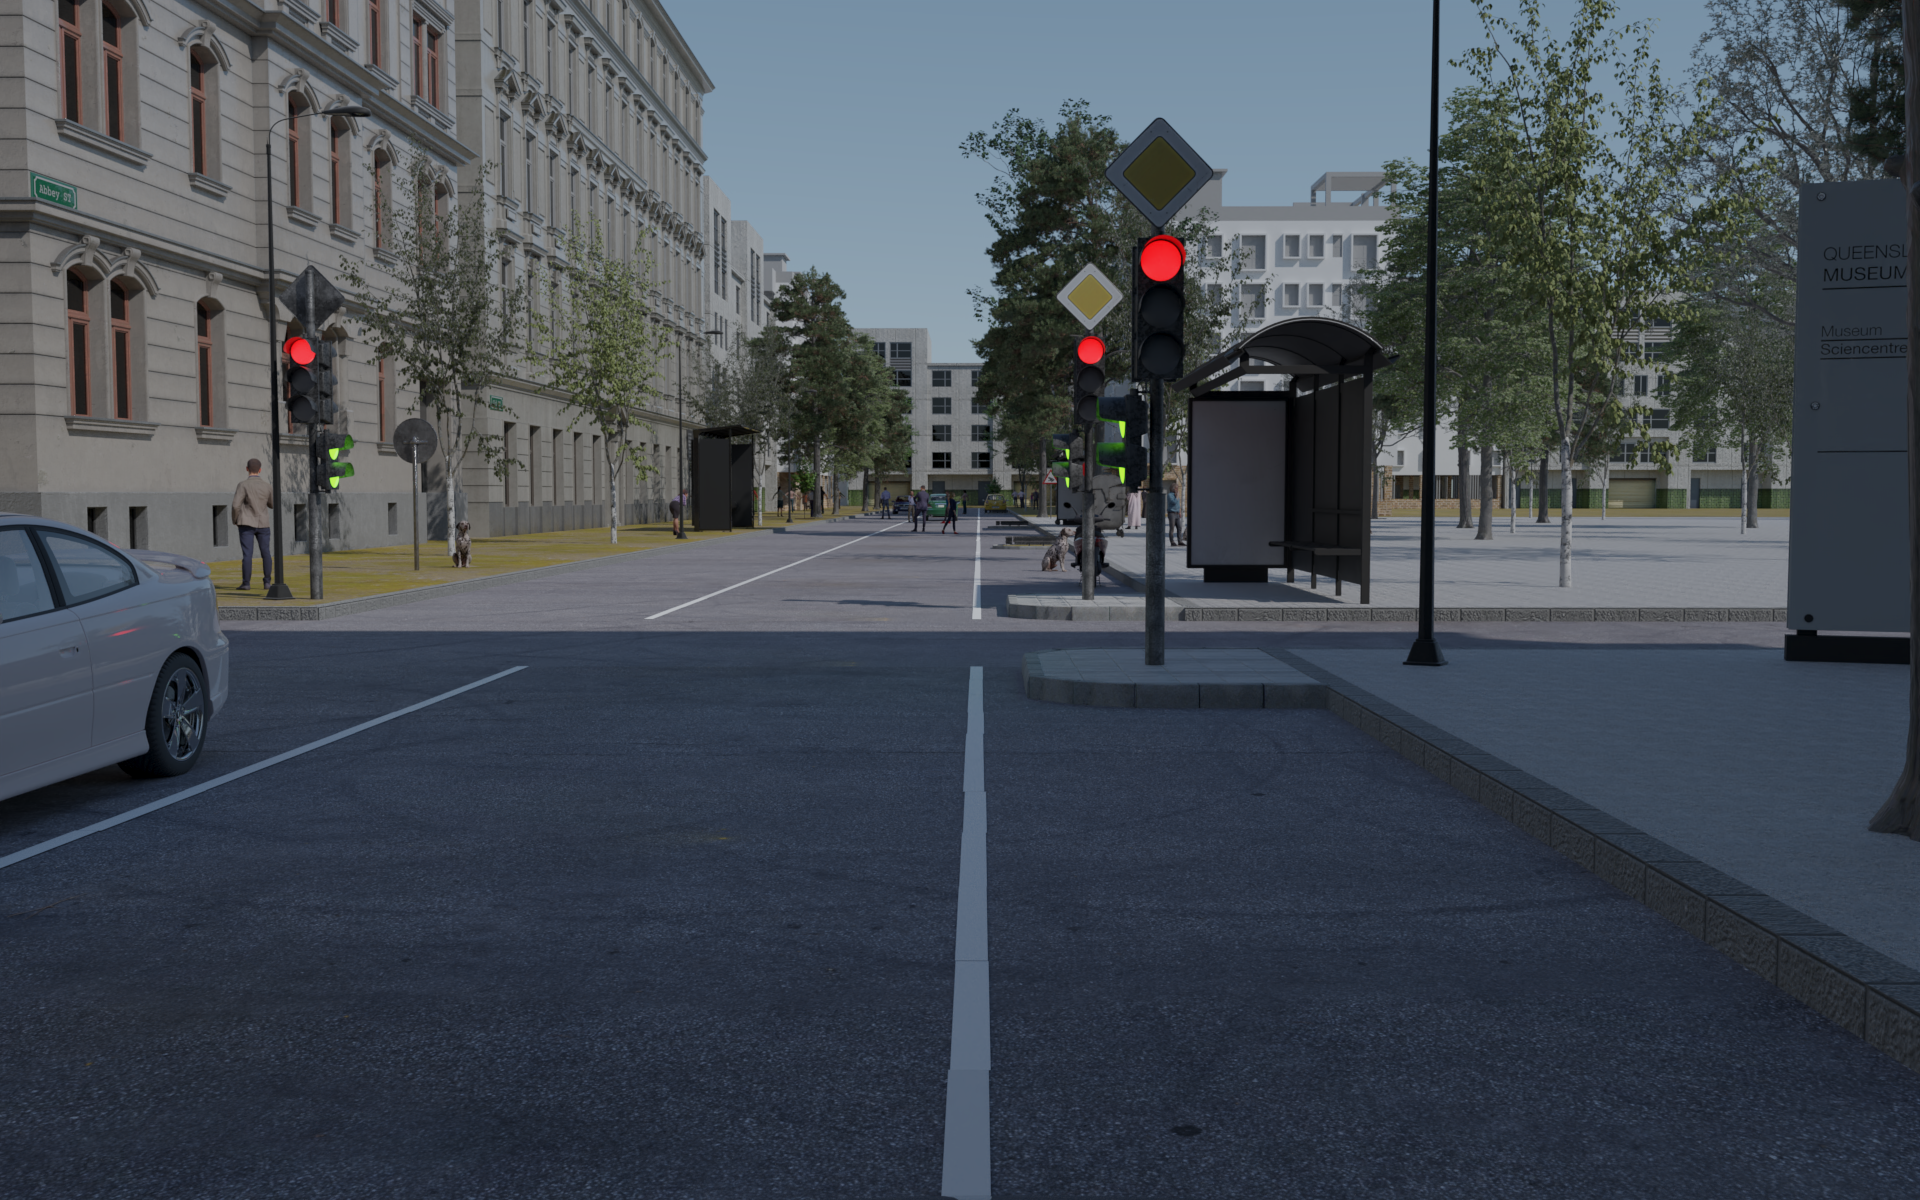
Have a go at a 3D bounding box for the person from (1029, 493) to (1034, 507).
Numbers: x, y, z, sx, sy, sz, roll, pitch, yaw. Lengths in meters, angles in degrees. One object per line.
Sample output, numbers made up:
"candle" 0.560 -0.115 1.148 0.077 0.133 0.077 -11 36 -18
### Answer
"person" 7.101 -9.957 172.064 0.991 1.433 0.599 -3 5 -39

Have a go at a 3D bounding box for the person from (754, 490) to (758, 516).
"person" -12.383 -5.922 102.803 1.348 1.831 0.705 3 5 42

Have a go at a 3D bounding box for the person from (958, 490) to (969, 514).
"person" 0.266 -6.989 123.483 0.721 1.736 1.217 2 4 34

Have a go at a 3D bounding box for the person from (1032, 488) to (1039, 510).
"person" 6.146 -8.200 140.638 0.617 1.759 0.750 1 4 9

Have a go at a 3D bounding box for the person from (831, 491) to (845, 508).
"person" -11.170 -9.349 158.990 1.348 1.812 0.705 1 4 10

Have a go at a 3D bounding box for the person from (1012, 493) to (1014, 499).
"person" 5.268 -9.716 165.833 0.756 1.711 0.436 -1 4 -9

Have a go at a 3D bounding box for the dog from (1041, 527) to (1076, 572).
"dog" 1.740 -0.941 32.220 0.513 0.831 0.800 -2 4 -28

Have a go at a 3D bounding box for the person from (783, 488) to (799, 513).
"person" -11.640 -6.874 119.147 1.217 1.736 0.721 0 4 -7

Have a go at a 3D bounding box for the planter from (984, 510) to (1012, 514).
"planter" 2.708 -6.220 122.828 1.991 0.319 1.994 0 4 1

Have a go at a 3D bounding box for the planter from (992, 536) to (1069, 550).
"planter" 1.849 -1.501 45.677 1.991 0.319 1.994 0 4 1

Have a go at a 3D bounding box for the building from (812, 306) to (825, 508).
"building" -20.140 -17.672 145.363 16.016 20.091 11.380 0 4 1

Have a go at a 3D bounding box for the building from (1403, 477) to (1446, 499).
"building" 36.464 -19.943 192.532 31.486 18.905 16.747 0 4 1

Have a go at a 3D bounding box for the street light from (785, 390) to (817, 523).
"street light" -7.080 -6.405 77.258 1.470 5.913 1.316 0 4 1

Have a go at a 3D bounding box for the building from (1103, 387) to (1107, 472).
"building" 17.625 -16.034 118.572 16.016 20.091 11.380 0 4 1

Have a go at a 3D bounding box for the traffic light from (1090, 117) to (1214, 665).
"traffic light" 1.447 -1.448 12.923 0.839 4.213 0.868 0 4 1

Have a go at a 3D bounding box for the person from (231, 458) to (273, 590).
"person" -9.548 -1.026 23.342 0.617 1.759 0.750 -2 4 -34

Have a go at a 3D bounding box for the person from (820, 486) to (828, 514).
"person" -9.064 -6.532 112.846 0.705 1.822 1.348 3 5 44

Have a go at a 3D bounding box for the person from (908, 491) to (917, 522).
"person" -2.424 -4.715 87.647 0.516 1.574 0.319 -3 4 -36

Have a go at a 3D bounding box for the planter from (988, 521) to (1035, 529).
"planter" 2.147 -3.153 72.685 1.991 0.319 1.994 0 4 1

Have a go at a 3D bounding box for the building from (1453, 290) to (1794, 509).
"building" 63.346 -17.866 158.570 31.486 18.905 16.747 0 4 1

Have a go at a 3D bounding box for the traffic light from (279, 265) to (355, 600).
"traffic light" -7.825 -1.942 20.996 0.839 4.213 0.868 0 4 1

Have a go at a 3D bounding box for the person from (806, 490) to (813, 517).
"person" -8.163 -5.325 95.325 0.614 1.554 0.590 2 4 23

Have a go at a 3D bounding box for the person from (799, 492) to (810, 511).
"person" -11.580 -7.365 129.716 1.065 1.426 0.557 1 4 10

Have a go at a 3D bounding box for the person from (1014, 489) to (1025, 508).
"person" 5.519 -9.069 155.263 0.756 1.711 0.436 1 4 11

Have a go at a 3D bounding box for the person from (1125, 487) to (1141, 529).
"person" 6.339 -3.444 63.015 0.551 1.740 0.621 -3 4 -38

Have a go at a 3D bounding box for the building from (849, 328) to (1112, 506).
"building" 3.921 -19.966 192.907 31.486 18.905 16.747 0 4 1

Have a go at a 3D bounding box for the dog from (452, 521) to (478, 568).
"dog" -8.622 -0.975 30.328 0.513 0.831 0.800 1 4 18

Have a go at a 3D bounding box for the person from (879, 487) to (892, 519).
"person" -4.261 -5.528 98.757 0.709 1.838 0.599 -1 4 -14

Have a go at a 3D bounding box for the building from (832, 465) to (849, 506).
"building" -26.275 -15.183 190.389 28.070 9.664 9.099 0 4 1

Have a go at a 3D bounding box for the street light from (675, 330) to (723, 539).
"street light" -7.404 -4.691 49.245 1.470 5.913 1.316 0 4 1

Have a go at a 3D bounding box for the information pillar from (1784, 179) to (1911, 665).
"information pillar" 7.149 -1.326 12.989 1.656 3.620 0.184 1 4 20

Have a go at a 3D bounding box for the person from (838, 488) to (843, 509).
"person" -10.423 -8.672 147.834 0.705 1.823 1.348 2 4 31

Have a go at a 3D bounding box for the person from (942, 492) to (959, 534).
"person" -0.350 -3.104 61.795 0.613 1.512 0.480 0 4 -3

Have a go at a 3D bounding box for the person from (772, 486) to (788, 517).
"person" -10.164 -5.590 98.227 1.217 1.735 0.721 2 4 31

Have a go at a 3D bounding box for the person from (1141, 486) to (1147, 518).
"person" 9.974 -5.216 92.131 0.742 1.727 0.445 1 4 22

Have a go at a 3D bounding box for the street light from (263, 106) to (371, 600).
"street light" -7.742 -2.957 20.885 1.470 5.913 1.316 0 4 1

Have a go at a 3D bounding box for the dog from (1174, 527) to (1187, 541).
"dog" 6.264 -2.035 47.648 0.800 0.831 0.513 1 4 17

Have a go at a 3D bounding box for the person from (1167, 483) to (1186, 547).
"person" 5.249 -2.075 42.184 0.499 1.552 0.429 -2 4 -25

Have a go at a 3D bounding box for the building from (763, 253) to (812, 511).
"building" -20.281 -16.978 134.005 16.016 20.091 11.380 0 4 1

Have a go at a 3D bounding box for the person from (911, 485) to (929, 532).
"person" -1.546 -3.495 66.093 0.683 1.767 0.568 -2 4 -28

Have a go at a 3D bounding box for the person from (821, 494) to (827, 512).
"person" -10.255 -7.345 126.128 1.348 1.824 0.705 1 4 18

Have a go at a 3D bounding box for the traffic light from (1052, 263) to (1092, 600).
"traffic light" 1.536 -1.937 20.908 0.839 4.213 0.868 0 4 1

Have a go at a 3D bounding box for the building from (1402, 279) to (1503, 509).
"building" 41.910 -18.469 158.392 11.380 20.091 16.016 0 4 1

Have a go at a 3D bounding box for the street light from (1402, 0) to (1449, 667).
"street light" 2.969 -2.468 12.892 1.470 5.913 1.316 0 4 1

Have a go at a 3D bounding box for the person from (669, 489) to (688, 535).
"person" -8.737 -2.725 53.825 0.421 1.427 0.697 3 4 38

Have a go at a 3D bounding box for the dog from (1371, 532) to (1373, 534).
"dog" 12.981 -2.326 55.767 0.550 0.427 0.748 0 4 0

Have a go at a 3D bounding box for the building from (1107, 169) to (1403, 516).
"building" 17.674 -15.299 106.561 16.016 20.091 11.380 0 4 1

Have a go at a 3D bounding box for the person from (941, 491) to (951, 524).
"person" -0.622 -4.506 84.042 0.662 1.594 0.647 -1 4 -18
